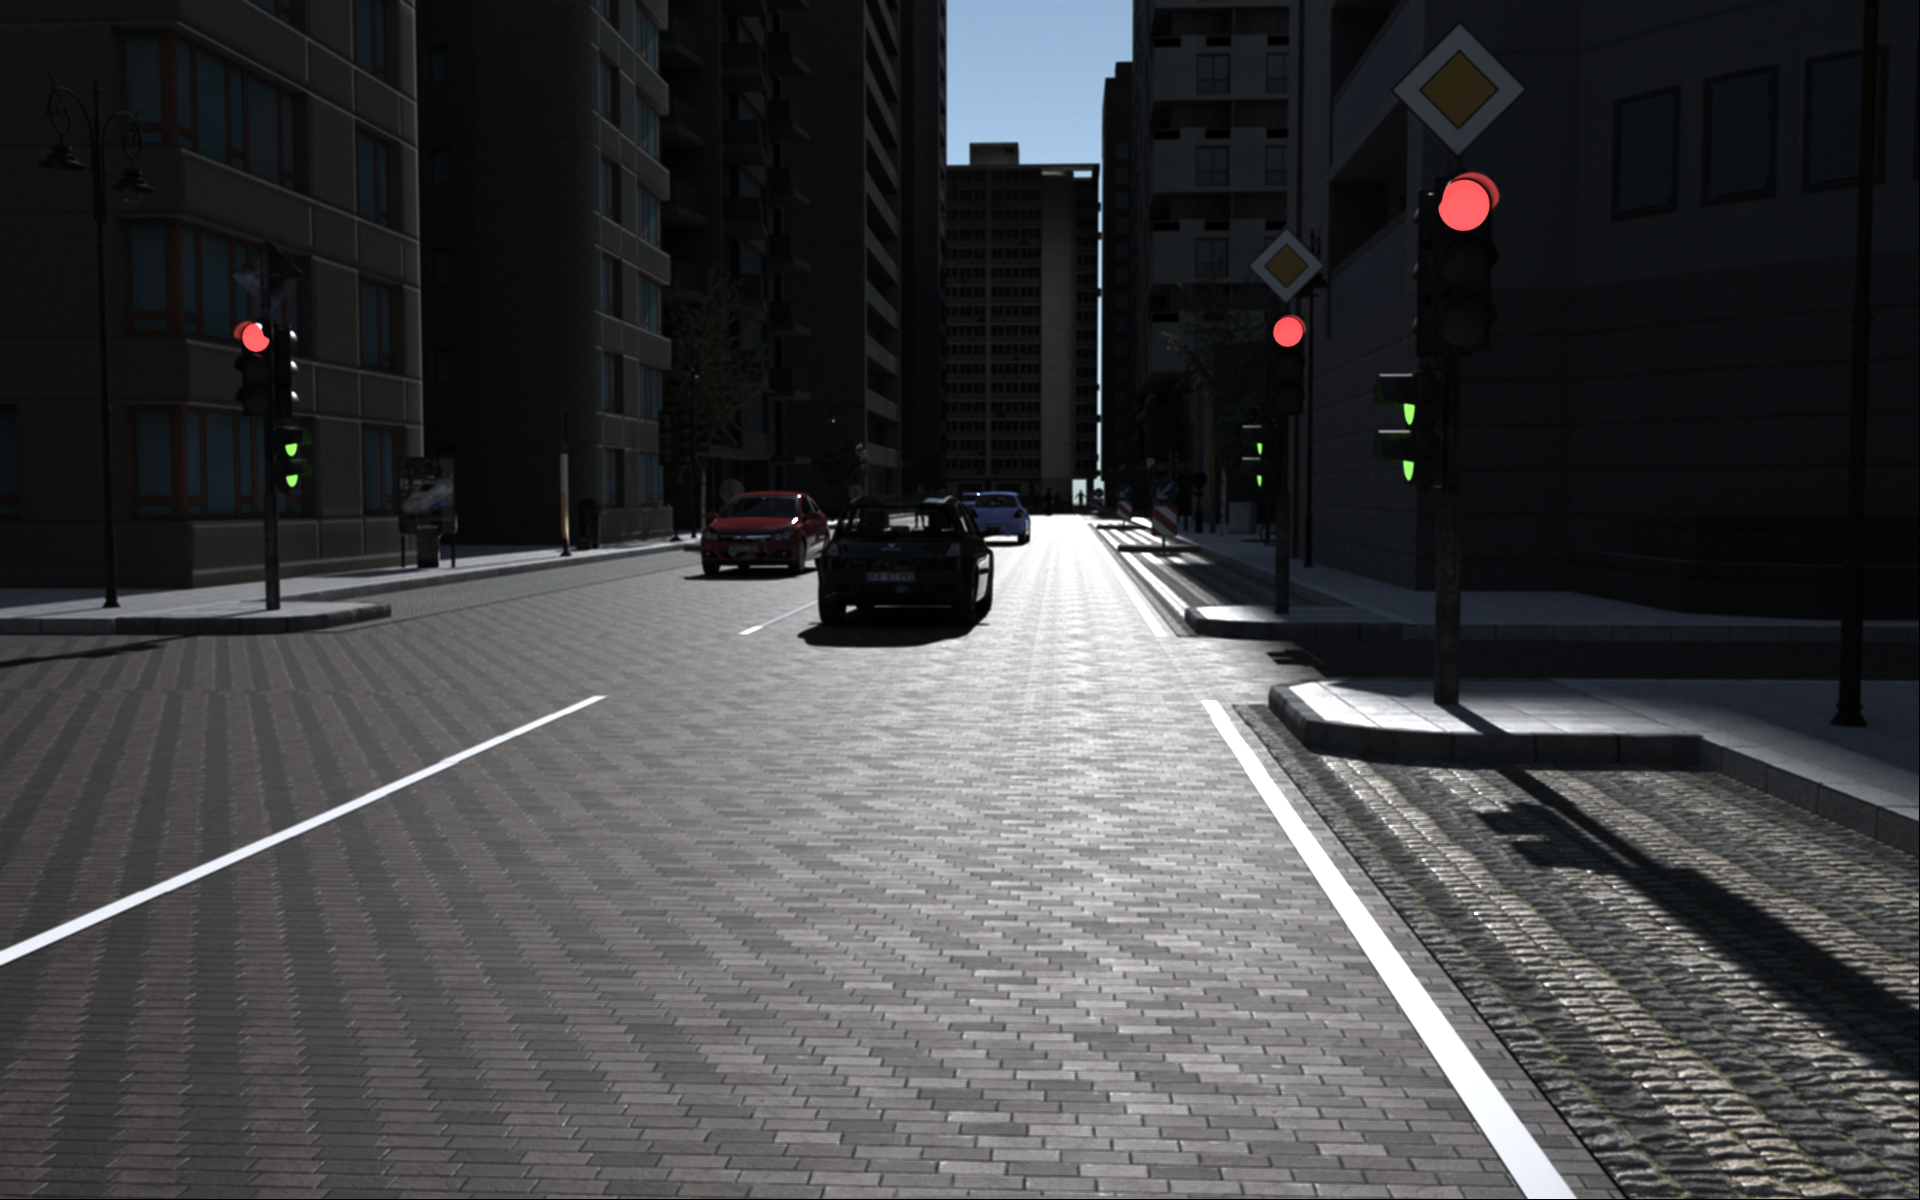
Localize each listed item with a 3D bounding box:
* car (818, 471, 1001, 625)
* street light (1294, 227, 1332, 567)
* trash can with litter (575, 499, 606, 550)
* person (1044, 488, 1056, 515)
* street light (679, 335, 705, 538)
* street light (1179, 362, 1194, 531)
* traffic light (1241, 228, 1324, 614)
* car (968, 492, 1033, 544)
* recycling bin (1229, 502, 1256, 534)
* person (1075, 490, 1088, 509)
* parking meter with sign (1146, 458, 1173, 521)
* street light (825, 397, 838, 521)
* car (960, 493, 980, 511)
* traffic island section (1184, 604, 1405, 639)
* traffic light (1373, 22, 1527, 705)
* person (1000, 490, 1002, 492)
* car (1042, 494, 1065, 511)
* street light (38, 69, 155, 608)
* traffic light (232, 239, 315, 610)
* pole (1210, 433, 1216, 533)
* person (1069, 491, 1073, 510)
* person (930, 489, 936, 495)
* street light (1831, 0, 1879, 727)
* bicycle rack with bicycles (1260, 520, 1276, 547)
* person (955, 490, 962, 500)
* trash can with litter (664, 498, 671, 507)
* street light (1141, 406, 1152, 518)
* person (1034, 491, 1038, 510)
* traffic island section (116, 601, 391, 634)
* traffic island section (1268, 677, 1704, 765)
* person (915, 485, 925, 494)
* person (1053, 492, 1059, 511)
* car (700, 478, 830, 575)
[{"bbox_3d":[-0.560,-0.645,20.338,2.009,1.686,4.222,0,4,5],"label":"car"},{"bbox_3d":[6.127,-3.517,30.283,0.468,5.910,1.993,0,4,3],"label":"street light"},{"bbox_3d":[-8.609,-1.765,40.250,0.624,1.170,1.055,0,4,-4],"label":"trash can with litter"},{"bbox_3d":[6.016,-6.651,116.878,0.705,1.869,1.348,-2,4,-28],"label":"person"},{"bbox_3d":[-7.780,-4.751,50.460,0.468,5.910,1.993,0,4,3],"label":"street light"},{"bbox_3d":[7.961,-5.387,60.866,0.468,5.910,1.993,0,4,3],"label":"street light"},{"bbox_3d":[3.434,-1.807,18.469,0.839,4.253,0.868,0,4,3],"label":"traffic light"},{"bbox_3d":[1.171,-2.532,50.981,1.945,1.707,3.694,0,4,5],"label":"car"},{"bbox_3d":[9.117,-2.650,55.875,0.722,1.027,0.722,2,4,27],"label":"recycling bin"},{"bbox_3d":[11.599,-9.634,165.983,1.348,1.831,0.705,-1,4,-16],"label":"person"},{"bbox_3d":[9.697,-5.345,83.644,0.543,3.016,1.738,3,5,41],"label":"parking meter with sign"},{"bbox_3d":[-5.967,-6.612,80.894,0.468,5.910,1.993,0,4,3],"label":"street light"},{"bbox_3d":[0.727,-6.041,108.366,1.945,1.707,3.694,0,4,2],"label":"car"},{"bbox_3d":[3.474,0.226,18.581,2.009,0.180,2.903,0,4,3],"label":"traffic island section"},{"bbox_3d":[2.961,-1.320,10.498,0.839,4.253,0.868,0,4,3],"label":"traffic light"},{"bbox_3d":[3.163,-7.757,136.041,1.217,1.735,0.721,-1,4,-12],"label":"person"},{"bbox_3d":[7.999,-8.449,148.363,2.015,1.641,3.980,0,4,3],"label":"car"},{"bbox_3d":[-9.625,-2.855,19.471,0.468,5.910,1.993,0,4,3],"label":"street light"},{"bbox_3d":[-7.608,-1.846,19.107,0.839,4.253,0.868,0,4,3],"label":"traffic light"},{"bbox_3d":[8.318,-3.857,56.900,0.158,3.312,0.155,0,3,0],"label":"pole"},{"bbox_3d":[9.630,-8.712,151.668,0.721,1.736,1.217,1,4,9],"label":"person"},{"bbox_3d":[-1.786,-6.203,110.726,0.445,1.727,0.742,1,4,19],"label":"person"},{"bbox_3d":[4.937,-2.242,9.441,0.468,5.910,1.993,0,4,3],"label":"street light"},{"bbox_3d":[8.630,-1.778,42.459,2.925,0.926,2.852,3,4,39],"label":"bicycle rack with bicycles"},{"bbox_3d":[0.016,-8.139,142.298,1.217,1.743,0.721,0,4,-2],"label":"person"},{"bbox_3d":[-9.304,-2.527,52.706,1.055,1.170,0.624,-1,4,-11],"label":"trash can with litter"},{"bbox_3d":[9.819,-7.250,91.322,0.468,5.910,1.993,0,4,3],"label":"street light"},{"bbox_3d":[6.928,-9.162,159.100,0.445,1.727,0.742,-3,4,-36],"label":"person"},{"bbox_3d":[-7.648,0.186,19.244,2.009,0.180,2.903,0,4,3],"label":"traffic island section"},{"bbox_3d":[3.000,0.714,10.610,2.009,0.180,2.903,0,4,3],"label":"traffic island section"},{"bbox_3d":[-1.649,-3.988,73.887,0.709,1.800,0.728,2,4,24],"label":"person"},{"bbox_3d":[8.040,-8.245,144.780,0.415,1.643,0.593,3,5,45],"label":"person"},{"bbox_3d":[-3.569,-1.416,32.188,2.155,1.783,4.494,0,4,5],"label":"car"}]
